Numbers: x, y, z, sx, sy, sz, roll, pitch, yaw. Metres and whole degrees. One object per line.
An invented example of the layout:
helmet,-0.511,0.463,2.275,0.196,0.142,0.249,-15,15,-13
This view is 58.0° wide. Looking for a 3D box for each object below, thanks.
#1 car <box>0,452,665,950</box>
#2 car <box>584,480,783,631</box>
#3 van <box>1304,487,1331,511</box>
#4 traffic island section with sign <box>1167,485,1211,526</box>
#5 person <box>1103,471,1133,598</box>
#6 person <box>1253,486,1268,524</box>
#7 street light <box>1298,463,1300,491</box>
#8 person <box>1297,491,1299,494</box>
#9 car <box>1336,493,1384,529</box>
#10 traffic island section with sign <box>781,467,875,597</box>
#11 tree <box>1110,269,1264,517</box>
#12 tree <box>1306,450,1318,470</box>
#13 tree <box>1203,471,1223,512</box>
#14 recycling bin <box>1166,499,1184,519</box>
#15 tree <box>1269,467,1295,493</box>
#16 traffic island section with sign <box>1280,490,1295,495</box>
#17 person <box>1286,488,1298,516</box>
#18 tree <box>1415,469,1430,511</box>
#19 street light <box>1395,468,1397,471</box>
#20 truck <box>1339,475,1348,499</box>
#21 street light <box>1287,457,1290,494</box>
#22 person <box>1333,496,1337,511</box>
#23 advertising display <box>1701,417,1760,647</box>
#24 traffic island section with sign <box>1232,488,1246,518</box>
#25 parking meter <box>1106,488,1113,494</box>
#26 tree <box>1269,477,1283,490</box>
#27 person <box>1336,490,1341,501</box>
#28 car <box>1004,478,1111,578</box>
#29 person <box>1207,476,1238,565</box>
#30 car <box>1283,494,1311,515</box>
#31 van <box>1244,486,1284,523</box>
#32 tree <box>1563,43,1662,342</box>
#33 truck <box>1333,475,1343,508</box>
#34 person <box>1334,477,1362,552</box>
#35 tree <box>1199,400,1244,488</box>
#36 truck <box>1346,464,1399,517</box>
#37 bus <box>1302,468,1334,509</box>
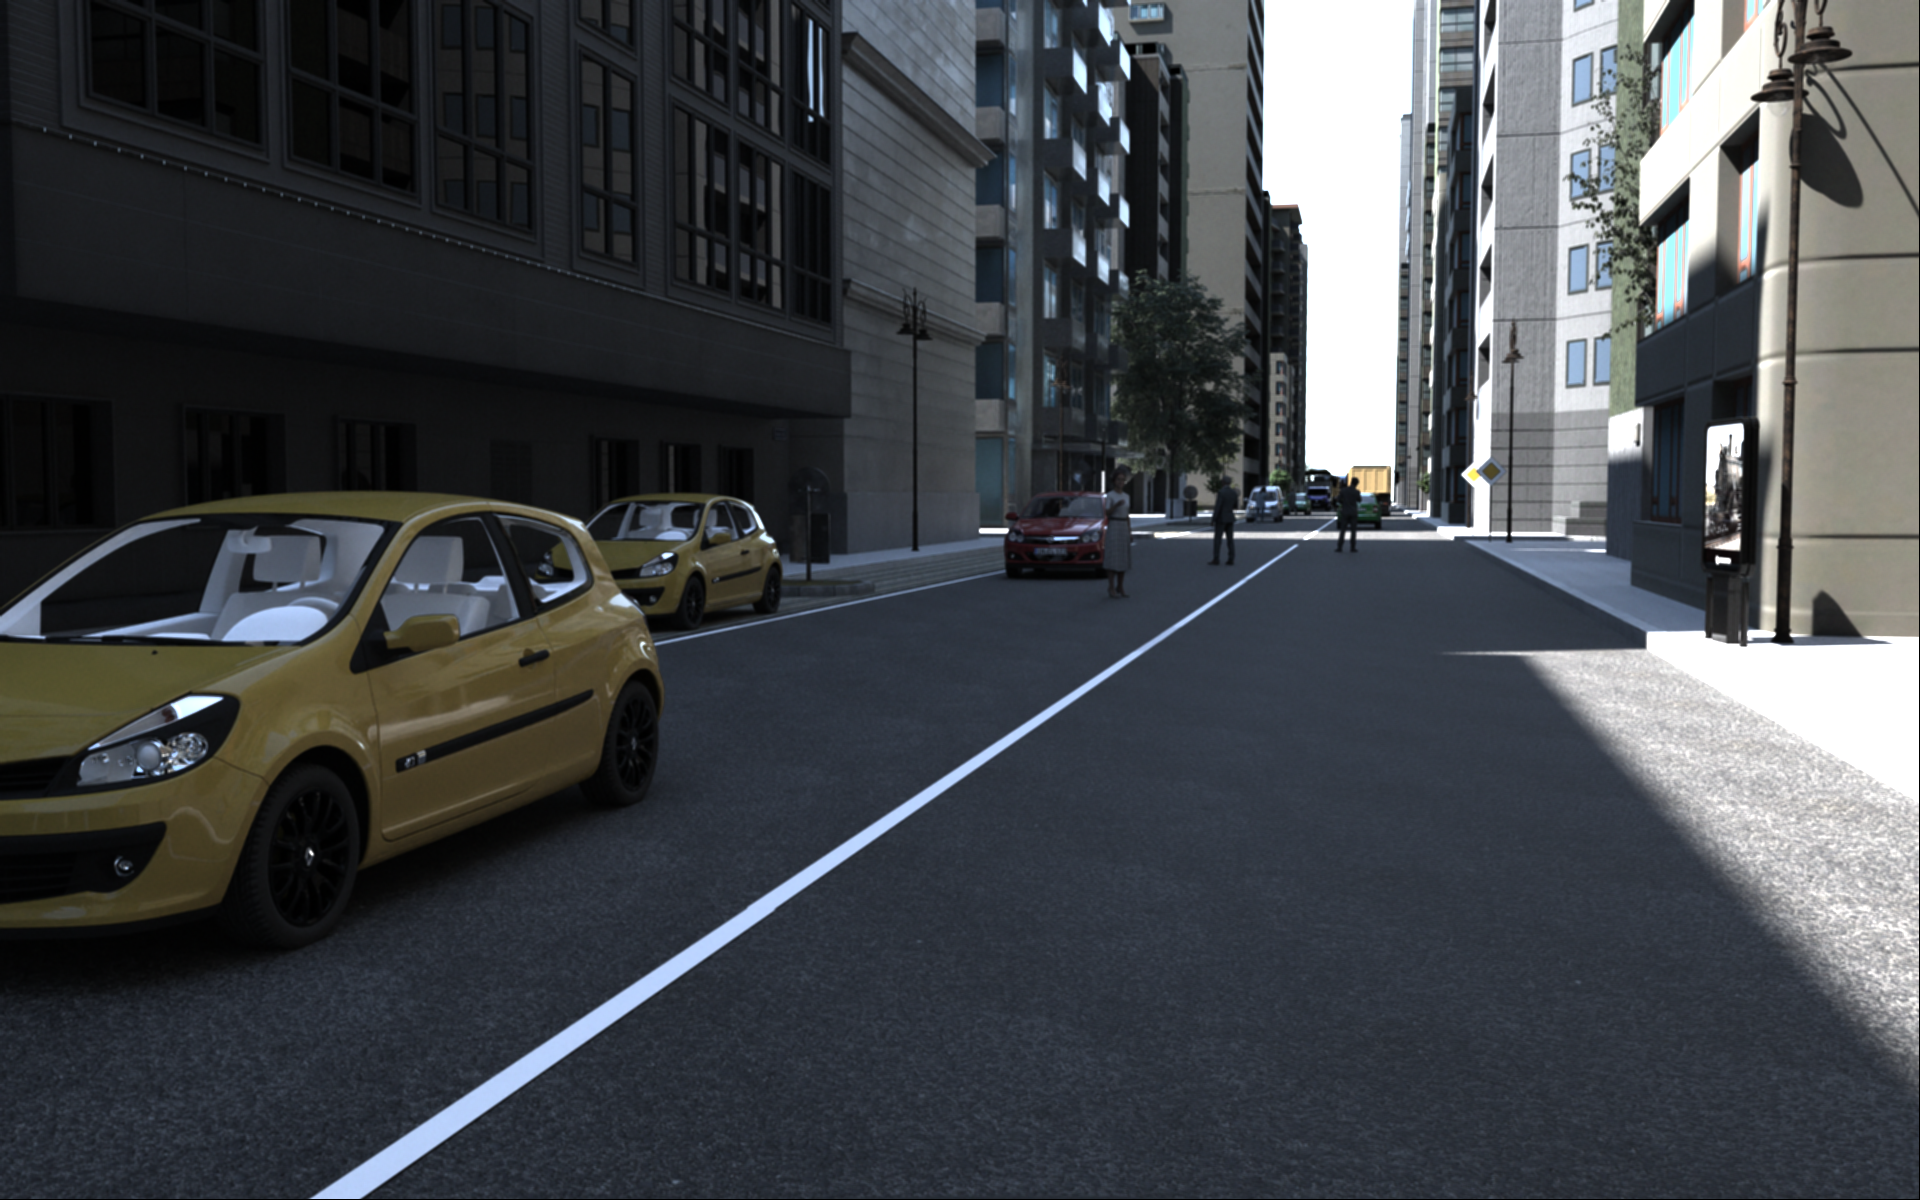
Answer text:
car,-2.606,0.209,6.802,2.015,1.641,3.980,1,4,13
car,-3.328,-0.563,19.433,2.015,1.641,3.980,1,4,13
van,30.675,-8.800,148.270,2.240,2.365,5.245,1,4,15
traffic island section with sign,10.501,-4.287,78.721,1.989,1.847,2.006,1,4,13
person,2.237,-0.914,24.022,0.480,1.755,0.524,-3,4,-37
person,14.182,-4.468,81.822,0.793,1.790,0.793,-1,4,-8
street light,47.652,-16.572,243.733,0.468,5.910,1.993,1,4,13
person,37.632,-11.283,192.991,0.705,1.823,1.348,1,4,18
car,16.625,-3.870,72.063,1.959,1.807,4.718,1,4,13
traffic island section with sign,-2.305,-0.994,24.886,1.989,1.847,2.006,1,4,13
tree,12.087,-11.699,97.941,9.857,13.997,8.962,0,3,0
tree,57.411,-20.512,285.725,4.360,8.622,3.978,0,3,0
tree,18.106,-7.883,123.496,1.663,3.219,1.824,0,3,0
recycling bin,11.290,-4.796,90.966,0.722,1.027,0.722,3,5,44
tree,37.511,-13.408,202.926,4.285,4.588,4.351,0,3,0
traffic island section with sign,34.639,-10.498,180.272,1.989,1.847,2.006,1,4,13
person,22.141,-6.539,115.514,0.694,1.812,0.767,-3,4,-38
tree,35.231,-8.296,130.249,1.663,3.219,1.824,0,3,0
street light,55.888,-15.117,219.948,0.468,5.910,1.993,1,4,13
truck,53.614,-15.573,244.374,2.967,4.110,18.799,1,4,12
street light,40.333,-14.674,212.711,0.468,5.910,1.993,1,4,13
person,31.218,-8.050,143.299,0.628,1.438,0.799,1,4,17
advertising display,6.610,-0.592,14.899,0.123,1.923,0.974,0,4,5
traffic island section with sign,16.736,-5.891,104.948,1.989,1.847,2.006,1,4,13
parking meter,5.892,-3.625,67.687,0.372,1.533,0.369,0,3,0
tree,36.422,-12.538,199.591,1.663,3.219,1.824,0,3,0
person,28.869,-7.458,131.148,0.721,1.735,1.217,-2,4,-24
car,1.954,-1.339,30.925,2.155,1.783,4.494,1,4,12
person,5.337,-1.627,35.280,0.661,1.801,0.590,-3,4,-36
car,23.116,-6.736,118.931,1.959,1.807,4.718,1,4,15
van,15.601,-4.990,88.598,2.013,2.044,4.112,1,4,14
tree,11.222,-4.648,26.350,4.360,8.622,3.978,0,3,0
truck,37.957,-11.214,179.265,3.469,3.379,9.791,1,4,13
person,9.656,-2.127,43.077,0.655,1.846,0.447,1,4,12
tree,19.016,-10.799,126.923,4.737,8.622,4.395,0,3,0
truck,26.627,-7.113,112.218,3.469,3.379,9.791,1,4,15
bus,34.478,-10.688,166.291,2.896,3.916,12.252,1,4,13
